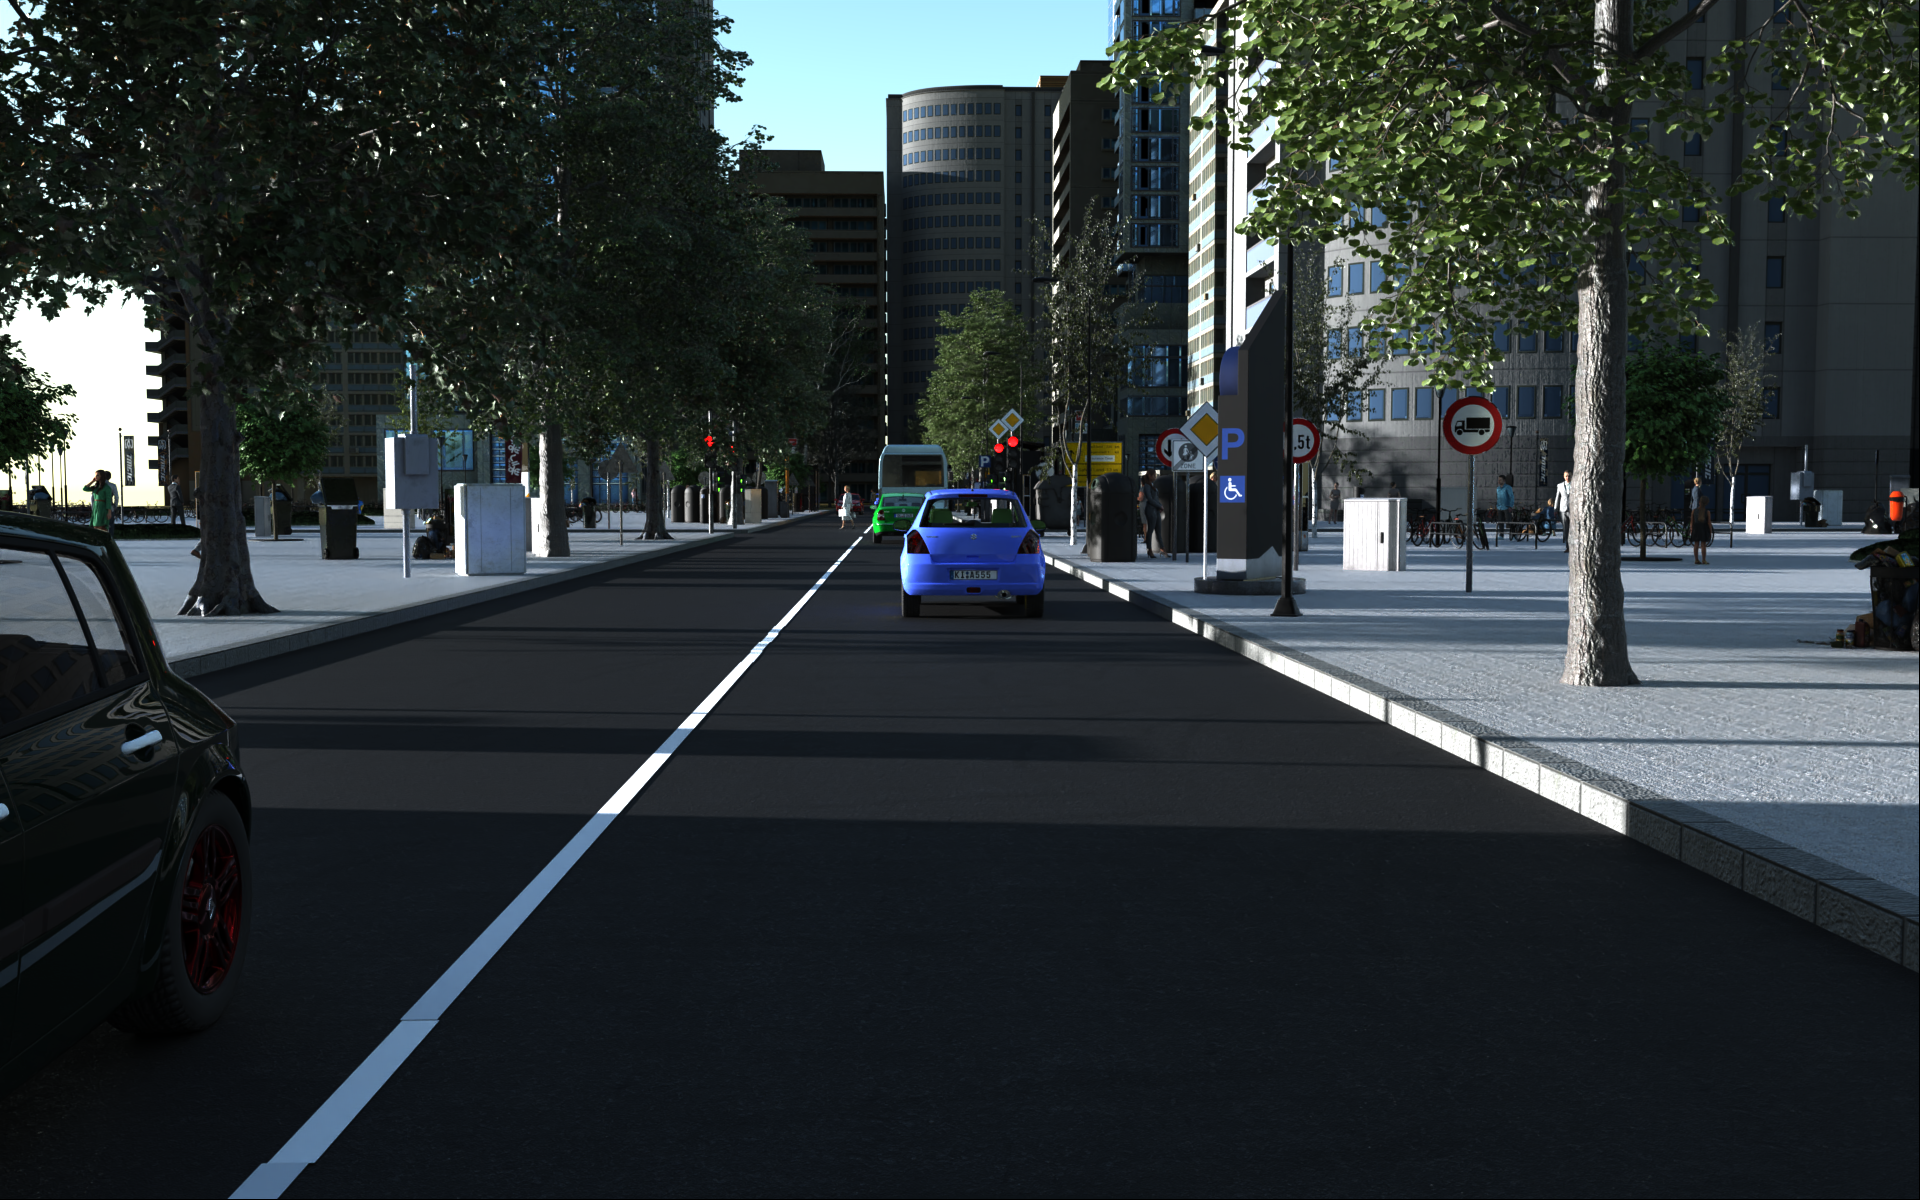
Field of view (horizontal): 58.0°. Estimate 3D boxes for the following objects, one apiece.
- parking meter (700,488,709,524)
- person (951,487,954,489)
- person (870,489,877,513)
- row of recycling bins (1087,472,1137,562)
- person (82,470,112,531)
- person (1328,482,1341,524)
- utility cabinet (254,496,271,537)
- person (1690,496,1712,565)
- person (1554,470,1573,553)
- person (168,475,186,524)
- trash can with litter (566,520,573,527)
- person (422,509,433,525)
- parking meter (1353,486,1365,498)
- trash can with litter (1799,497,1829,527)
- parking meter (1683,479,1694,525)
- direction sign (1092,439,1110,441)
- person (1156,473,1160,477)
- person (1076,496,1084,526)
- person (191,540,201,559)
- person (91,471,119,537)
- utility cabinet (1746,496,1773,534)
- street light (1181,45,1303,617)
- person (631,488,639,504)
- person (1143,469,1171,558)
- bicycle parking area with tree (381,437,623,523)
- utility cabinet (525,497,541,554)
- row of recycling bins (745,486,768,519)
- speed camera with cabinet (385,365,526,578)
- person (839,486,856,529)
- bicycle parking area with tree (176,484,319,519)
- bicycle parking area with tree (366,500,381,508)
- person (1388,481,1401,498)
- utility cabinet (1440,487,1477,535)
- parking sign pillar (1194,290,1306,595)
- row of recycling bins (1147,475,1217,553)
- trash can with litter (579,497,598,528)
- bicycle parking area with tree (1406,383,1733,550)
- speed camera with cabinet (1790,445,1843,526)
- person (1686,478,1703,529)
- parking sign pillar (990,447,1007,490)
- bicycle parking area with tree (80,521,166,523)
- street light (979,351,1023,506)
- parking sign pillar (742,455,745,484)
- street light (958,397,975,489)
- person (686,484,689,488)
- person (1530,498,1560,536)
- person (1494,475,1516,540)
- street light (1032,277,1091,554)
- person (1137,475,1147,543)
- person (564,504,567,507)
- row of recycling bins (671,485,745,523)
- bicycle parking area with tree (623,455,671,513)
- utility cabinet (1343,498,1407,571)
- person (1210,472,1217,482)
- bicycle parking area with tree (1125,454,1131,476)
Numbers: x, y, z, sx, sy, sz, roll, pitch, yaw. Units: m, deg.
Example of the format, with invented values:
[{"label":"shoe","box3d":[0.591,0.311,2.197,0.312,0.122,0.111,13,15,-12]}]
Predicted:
[{"label":"parking meter","box3d":[-11.140,-4.106,75.541,0.372,1.533,0.369,0,3,0]},{"label":"person","box3d":[-0.516,-7.596,130.252,0.388,1.821,0.555,0,4,3]},{"label":"person","box3d":[-6.427,-7.301,127.971,0.391,1.810,0.635,2,4,24]},{"label":"row of recycling bins","box3d":[3.025,-1.657,34.209,1.069,1.692,3.534,0,4,3]},{"label":"person","box3d":[-17.979,-1.836,36.307,0.600,1.795,0.529,1,4,14]},{"label":"person","box3d":[16.057,-4.148,74.196,0.599,1.781,0.374,-1,4,-9]},{"label":"utility cabinet","box3d":[-21.233,-2.544,52.760,0.306,1.237,1.020,-1,4,-11]},{"label":"person","box3d":[13.477,-1.272,31.504,0.362,1.253,0.373,3,5,43]},{"label":"person","box3d":[13.377,-1.946,37.987,0.709,1.813,0.853,2,4,28]},{"label":"person","box3d":[-25.429,-3.116,56.348,0.648,1.900,0.474,1,4,19]},{"label":"trash can with litter","box3d":[-15.481,-3.389,66.790,1.055,1.170,0.624,-1,4,-9]},{"label":"person","box3d":[-22.439,-4.089,72.924,0.660,1.820,0.620,-1,4,-20]},{"label":"parking meter","box3d":[13.220,-2.997,57.416,0.372,1.533,0.369,0,3,0]},{"label":"trash can with litter","box3d":[32.965,-3.389,66.804,1.055,1.170,0.624,-2,4,-27]},{"label":"parking meter","box3d":[28.945,-3.858,68.786,0.255,1.863,0.399,3,5,45]},{"label":"direction sign","box3d":[5.862,-4.892,71.981,0.876,3.537,0.379,3,5,39]},{"label":"person","box3d":[4.959,-2.256,43.106,0.526,1.800,0.537,3,5,44]},{"label":"person","box3d":[4.759,-3.546,69.028,0.505,1.210,0.382,3,5,44]},{"label":"person","box3d":[-14.805,-1.724,34.351,0.853,1.813,0.709,-3,5,-43]},{"label":"person","box3d":[-20.505,-2.179,41.522,0.661,1.843,0.795,0,4,-5]},{"label":"utility cabinet","box3d":[26.146,-2.784,56.675,0.306,1.237,1.020,0,4,-8]},{"label":"street light","box3d":[2.901,-2.784,18.065,1.470,5.913,1.316,0,4,-2]},{"label":"person","box3d":[-24.956,-7.742,133.214,0.593,1.750,0.643,-1,4,-15]},{"label":"person","box3d":[3.971,-1.742,34.799,0.573,1.790,0.520,0,4,6]},{"label":"bicycle parking area with tree","box3d":[-20.472,-5.596,78.498,9.016,4.147,8.231,0,4,-4]},{"label":"utility cabinet","box3d":[-10.004,-1.698,38.917,1.020,1.237,0.306,-1,4,-21]},{"label":"row of recycling bins","box3d":[-11.016,-4.963,88.261,1.069,1.692,3.534,2,4,28]},{"label":"speed camera with cabinet","box3d":[-7.897,-2.006,27.138,2.038,3.252,0.660,-2,4,-33]},{"label":"person","box3d":[-4.584,-3.779,70.644,0.624,1.780,0.694,3,4,37]},{"label":"bicycle parking area with tree","box3d":[-38.808,-6.551,94.115,9.016,4.147,8.231,1,4,11]},{"label":"bicycle parking area with tree","box3d":[-38.193,-8.572,127.157,9.016,4.147,8.231,-3,5,-43]},{"label":"person","box3d":[17.346,-3.831,69.016,0.599,1.781,0.374,1,4,17]},{"label":"utility cabinet","box3d":[15.261,-2.727,53.267,1.173,1.500,0.318,0,4,-6]},{"label":"parking sign pillar","box3d":[3.785,-2.082,22.510,1.447,3.967,1.447,2,4,31]},{"label":"row of recycling bins","box3d":[5.652,-1.919,38.482,3.534,1.692,1.069,-2,4,-35]},{"label":"trash can with litter","box3d":[-13.923,-3.275,64.932,0.624,1.170,1.055,0,4,-7]},{"label":"bicycle parking area with tree","box3d":[14.424,-3.451,43.429,8.231,4.147,9.016,0,4,0]},{"label":"speed camera with cabinet","box3d":[34.535,-4.616,69.806,2.038,3.252,0.660,-1,4,-13]},{"label":"person","box3d":[22.120,-2.790,52.075,0.534,1.772,0.576,-1,4,-14]},{"label":"parking sign pillar","box3d":[2.168,-6.119,88.516,1.447,3.967,1.447,0,4,6]},{"label":"bicycle parking area with tree","box3d":[-40.702,-5.564,77.982,9.016,4.147,8.231,-2,4,-26]},{"label":"street light","box3d":[1.463,-5.137,56.525,1.470,5.913,1.316,0,4,-2]},{"label":"parking sign pillar","box3d":[-12.500,-6.748,98.801,1.447,3.967,1.447,0,4,-6]},{"label":"street light","box3d":[0.750,-6.739,82.729,1.470,5.913,1.316,0,4,-2]},{"label":"person","box3d":[-15.029,-5.461,95.427,0.694,1.812,0.767,-2,4,-27]},{"label":"person","box3d":[17.920,-2.536,53.005,1.012,1.151,0.738,0,4,8]},{"label":"person","box3d":[15.324,-2.599,48.555,0.620,1.820,0.660,-2,4,-30]},{"label":"street light","box3d":[2.234,-3.955,37.201,1.470,5.913,1.316,0,4,-2]},{"label":"person","box3d":[4.837,-2.379,45.290,0.532,1.782,0.716,3,5,43]},{"label":"person","box3d":[-25.823,-6.131,111.787,1.012,1.151,0.738,1,4,8]},{"label":"row of recycling bins","box3d":[-11.538,-4.324,77.810,3.534,1.692,1.069,2,4,29]},{"label":"bicycle parking area with tree","box3d":[-24.133,-8.164,120.489,9.016,4.147,8.231,3,4,37]},{"label":"utility cabinet","box3d":[6.979,-1.101,29.156,1.020,1.237,0.306,3,4,38]},{"label":"person","box3d":[6.049,-2.106,40.662,0.709,1.800,0.728,2,4,34]},{"label":"bicycle parking area with tree","box3d":[9.424,-8.328,123.162,8.231,4.147,9.016,0,4,1]}]
